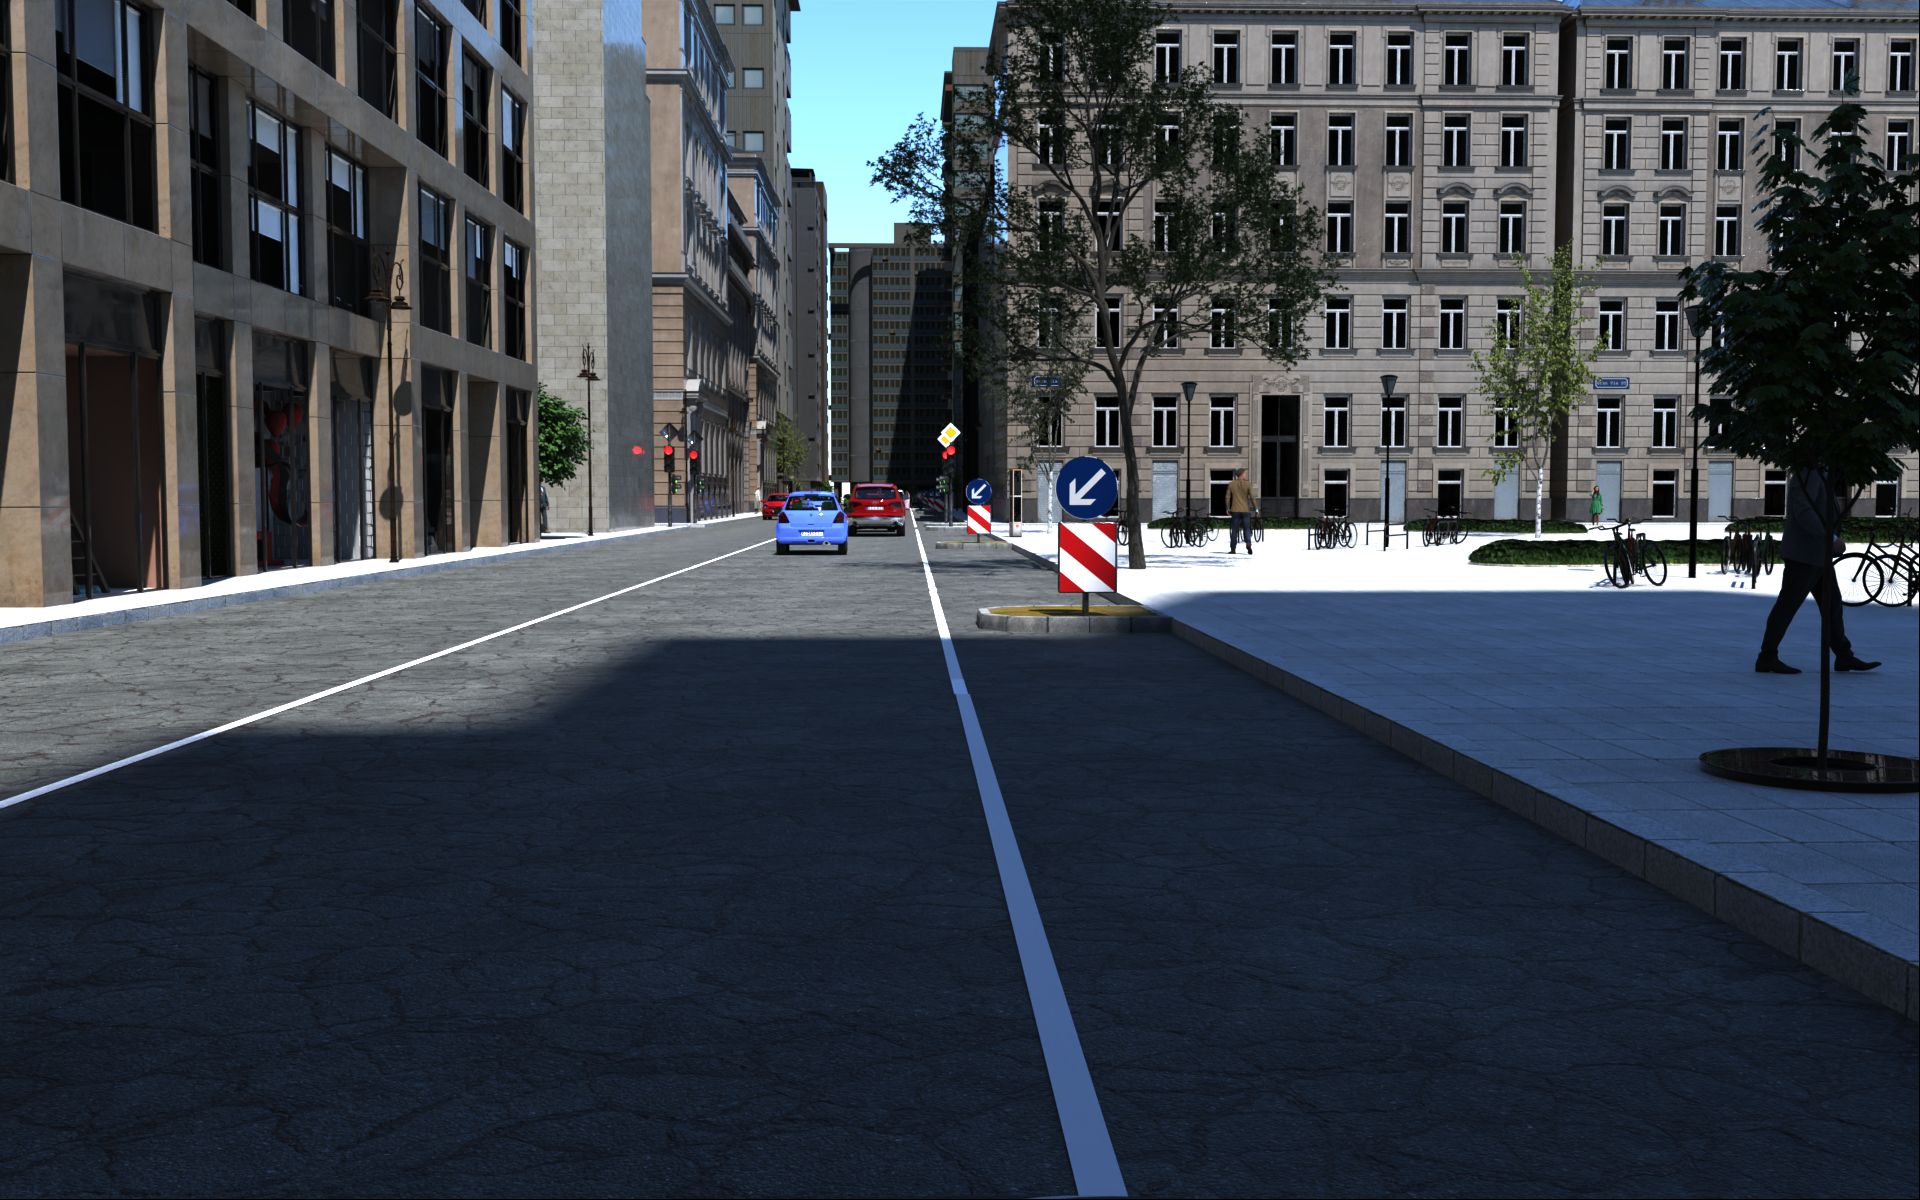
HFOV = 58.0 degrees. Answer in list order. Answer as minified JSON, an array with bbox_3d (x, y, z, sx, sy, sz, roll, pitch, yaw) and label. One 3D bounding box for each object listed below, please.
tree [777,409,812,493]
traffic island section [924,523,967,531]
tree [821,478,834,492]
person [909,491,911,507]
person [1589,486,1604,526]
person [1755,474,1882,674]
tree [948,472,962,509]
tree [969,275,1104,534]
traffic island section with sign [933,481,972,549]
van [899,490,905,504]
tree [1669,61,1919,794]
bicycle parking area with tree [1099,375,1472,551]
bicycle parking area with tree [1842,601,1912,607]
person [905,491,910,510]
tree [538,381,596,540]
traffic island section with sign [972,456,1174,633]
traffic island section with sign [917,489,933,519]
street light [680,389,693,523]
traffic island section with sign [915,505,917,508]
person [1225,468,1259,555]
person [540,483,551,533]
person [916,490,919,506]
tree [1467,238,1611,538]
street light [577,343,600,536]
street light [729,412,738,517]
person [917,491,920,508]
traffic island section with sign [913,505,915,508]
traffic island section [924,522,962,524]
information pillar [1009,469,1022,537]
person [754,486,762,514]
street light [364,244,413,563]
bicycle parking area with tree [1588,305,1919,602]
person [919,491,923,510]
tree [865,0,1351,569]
[{"bbox_3d":[-14.761,-12.127,148.646,4.737,8.622,4.395,0,3,0],"label":"tree"},{"bbox_3d":[-0.341,-2.808,68.195,2.009,0.180,2.903,0,4,-2],"label":"traffic island section"},{"bbox_3d":[-16.233,-13.402,213.725,1.663,3.219,1.824,0,3,0],"label":"tree"},{"bbox_3d":[-5.455,-11.010,188.608,0.705,1.812,1.348,0,4,2],"label":"person"},{"bbox_3d":[27.295,-4.010,74.304,0.600,1.795,0.529,0,4,7],"label":"person"},{"bbox_3d":[6.144,-0.361,12.337,0.834,1.777,0.661,1,4,20],"label":"person"},{"bbox_3d":[-0.469,-9.762,154.208,1.663,3.219,1.824,0,3,0],"label":"tree"},{"bbox_3d":[2.741,-6.455,55.903,4.360,8.622,3.978,0,3,0],"label":"tree"},{"bbox_3d":[0.358,-2.272,45.776,1.989,1.847,2.006,0,4,-2],"label":"traffic island section with sign"},{"bbox_3d":[-6.282,-10.074,171.724,2.013,2.044,4.112,0,4,-3],"label":"van"},{"bbox_3d":[4.077,-0.807,7.802,1.663,3.219,1.824,0,3,0],"label":"tree"},{"bbox_3d":[8.206,-3.440,43.249,8.231,4.147,9.016,3,5,44],"label":"bicycle parking area with tree"},{"bbox_3d":[13.350,-1.770,15.946,9.016,4.147,8.231,1,4,19],"label":"bicycle parking area with tree"},{"bbox_3d":[-4.815,-9.057,157.246,0.551,1.740,0.621,0,4,-8],"label":"person"},{"bbox_3d":[-11.946,-4.019,49.429,4.285,4.588,4.351,0,3,0],"label":"tree"},{"bbox_3d":[1.192,-0.624,18.834,1.989,1.847,2.006,0,4,-2],"label":"traffic island section with sign"},{"bbox_3d":[-1.350,-5.635,100.763,1.989,1.847,2.006,0,4,-2],"label":"traffic island section with sign"},{"bbox_3d":[-12.078,-6.342,76.486,0.468,5.910,1.993,0,4,-2],"label":"street light"},{"bbox_3d":[-2.166,-7.283,127.706,1.989,1.847,2.006,0,4,-2],"label":"traffic island section with sign"},{"bbox_3d":[6.003,-1.889,36.834,0.656,1.842,0.836,-1,4,-18],"label":"person"},{"bbox_3d":[-13.633,-3.069,56.402,0.590,1.801,0.661,3,5,42],"label":"person"},{"bbox_3d":[-4.507,-11.140,190.504,0.599,1.838,0.709,3,5,39],"label":"person"},{"bbox_3d":[16.924,-6.129,50.569,4.737,8.622,4.395,0,3,0],"label":"tree"},{"bbox_3d":[-11.345,-4.909,53.046,0.468,5.910,1.993,0,4,-2],"label":"street light"},{"bbox_3d":[-12.741,-7.614,97.280,0.468,5.910,1.993,0,4,-2],"label":"street light"},{"bbox_3d":[-4.077,-10.033,173.469,0.436,1.711,0.756,1,4,19],"label":"person"},{"bbox_3d":[-3.720,-10.352,177.883,1.989,1.847,2.006,0,4,-2],"label":"traffic island section with sign"},{"bbox_3d":[-0.587,-3.296,76.176,2.009,0.180,2.903,0,4,-2],"label":"traffic island section"},{"bbox_3d":[1.651,-2.866,51.346,0.304,2.012,0.304,-1,4,-20],"label":"information pillar"},{"bbox_3d":[-12.905,-6.402,110.945,0.641,1.798,0.478,0,4,-2],"label":"person"},{"bbox_3d":[-10.623,-3.641,32.321,0.468,5.910,1.993,0,4,-2],"label":"street light"},{"bbox_3d":[13.471,-2.336,25.193,8.231,4.147,9.016,3,4,38],"label":"bicycle parking area with tree"},{"bbox_3d":[-3.509,-8.994,156.482,0.436,1.711,0.756,0,4,-3],"label":"person"},{"bbox_3d":[2.905,-5.825,29.648,8.767,10.594,7.601,-2,4,-26],"label":"tree"}]
